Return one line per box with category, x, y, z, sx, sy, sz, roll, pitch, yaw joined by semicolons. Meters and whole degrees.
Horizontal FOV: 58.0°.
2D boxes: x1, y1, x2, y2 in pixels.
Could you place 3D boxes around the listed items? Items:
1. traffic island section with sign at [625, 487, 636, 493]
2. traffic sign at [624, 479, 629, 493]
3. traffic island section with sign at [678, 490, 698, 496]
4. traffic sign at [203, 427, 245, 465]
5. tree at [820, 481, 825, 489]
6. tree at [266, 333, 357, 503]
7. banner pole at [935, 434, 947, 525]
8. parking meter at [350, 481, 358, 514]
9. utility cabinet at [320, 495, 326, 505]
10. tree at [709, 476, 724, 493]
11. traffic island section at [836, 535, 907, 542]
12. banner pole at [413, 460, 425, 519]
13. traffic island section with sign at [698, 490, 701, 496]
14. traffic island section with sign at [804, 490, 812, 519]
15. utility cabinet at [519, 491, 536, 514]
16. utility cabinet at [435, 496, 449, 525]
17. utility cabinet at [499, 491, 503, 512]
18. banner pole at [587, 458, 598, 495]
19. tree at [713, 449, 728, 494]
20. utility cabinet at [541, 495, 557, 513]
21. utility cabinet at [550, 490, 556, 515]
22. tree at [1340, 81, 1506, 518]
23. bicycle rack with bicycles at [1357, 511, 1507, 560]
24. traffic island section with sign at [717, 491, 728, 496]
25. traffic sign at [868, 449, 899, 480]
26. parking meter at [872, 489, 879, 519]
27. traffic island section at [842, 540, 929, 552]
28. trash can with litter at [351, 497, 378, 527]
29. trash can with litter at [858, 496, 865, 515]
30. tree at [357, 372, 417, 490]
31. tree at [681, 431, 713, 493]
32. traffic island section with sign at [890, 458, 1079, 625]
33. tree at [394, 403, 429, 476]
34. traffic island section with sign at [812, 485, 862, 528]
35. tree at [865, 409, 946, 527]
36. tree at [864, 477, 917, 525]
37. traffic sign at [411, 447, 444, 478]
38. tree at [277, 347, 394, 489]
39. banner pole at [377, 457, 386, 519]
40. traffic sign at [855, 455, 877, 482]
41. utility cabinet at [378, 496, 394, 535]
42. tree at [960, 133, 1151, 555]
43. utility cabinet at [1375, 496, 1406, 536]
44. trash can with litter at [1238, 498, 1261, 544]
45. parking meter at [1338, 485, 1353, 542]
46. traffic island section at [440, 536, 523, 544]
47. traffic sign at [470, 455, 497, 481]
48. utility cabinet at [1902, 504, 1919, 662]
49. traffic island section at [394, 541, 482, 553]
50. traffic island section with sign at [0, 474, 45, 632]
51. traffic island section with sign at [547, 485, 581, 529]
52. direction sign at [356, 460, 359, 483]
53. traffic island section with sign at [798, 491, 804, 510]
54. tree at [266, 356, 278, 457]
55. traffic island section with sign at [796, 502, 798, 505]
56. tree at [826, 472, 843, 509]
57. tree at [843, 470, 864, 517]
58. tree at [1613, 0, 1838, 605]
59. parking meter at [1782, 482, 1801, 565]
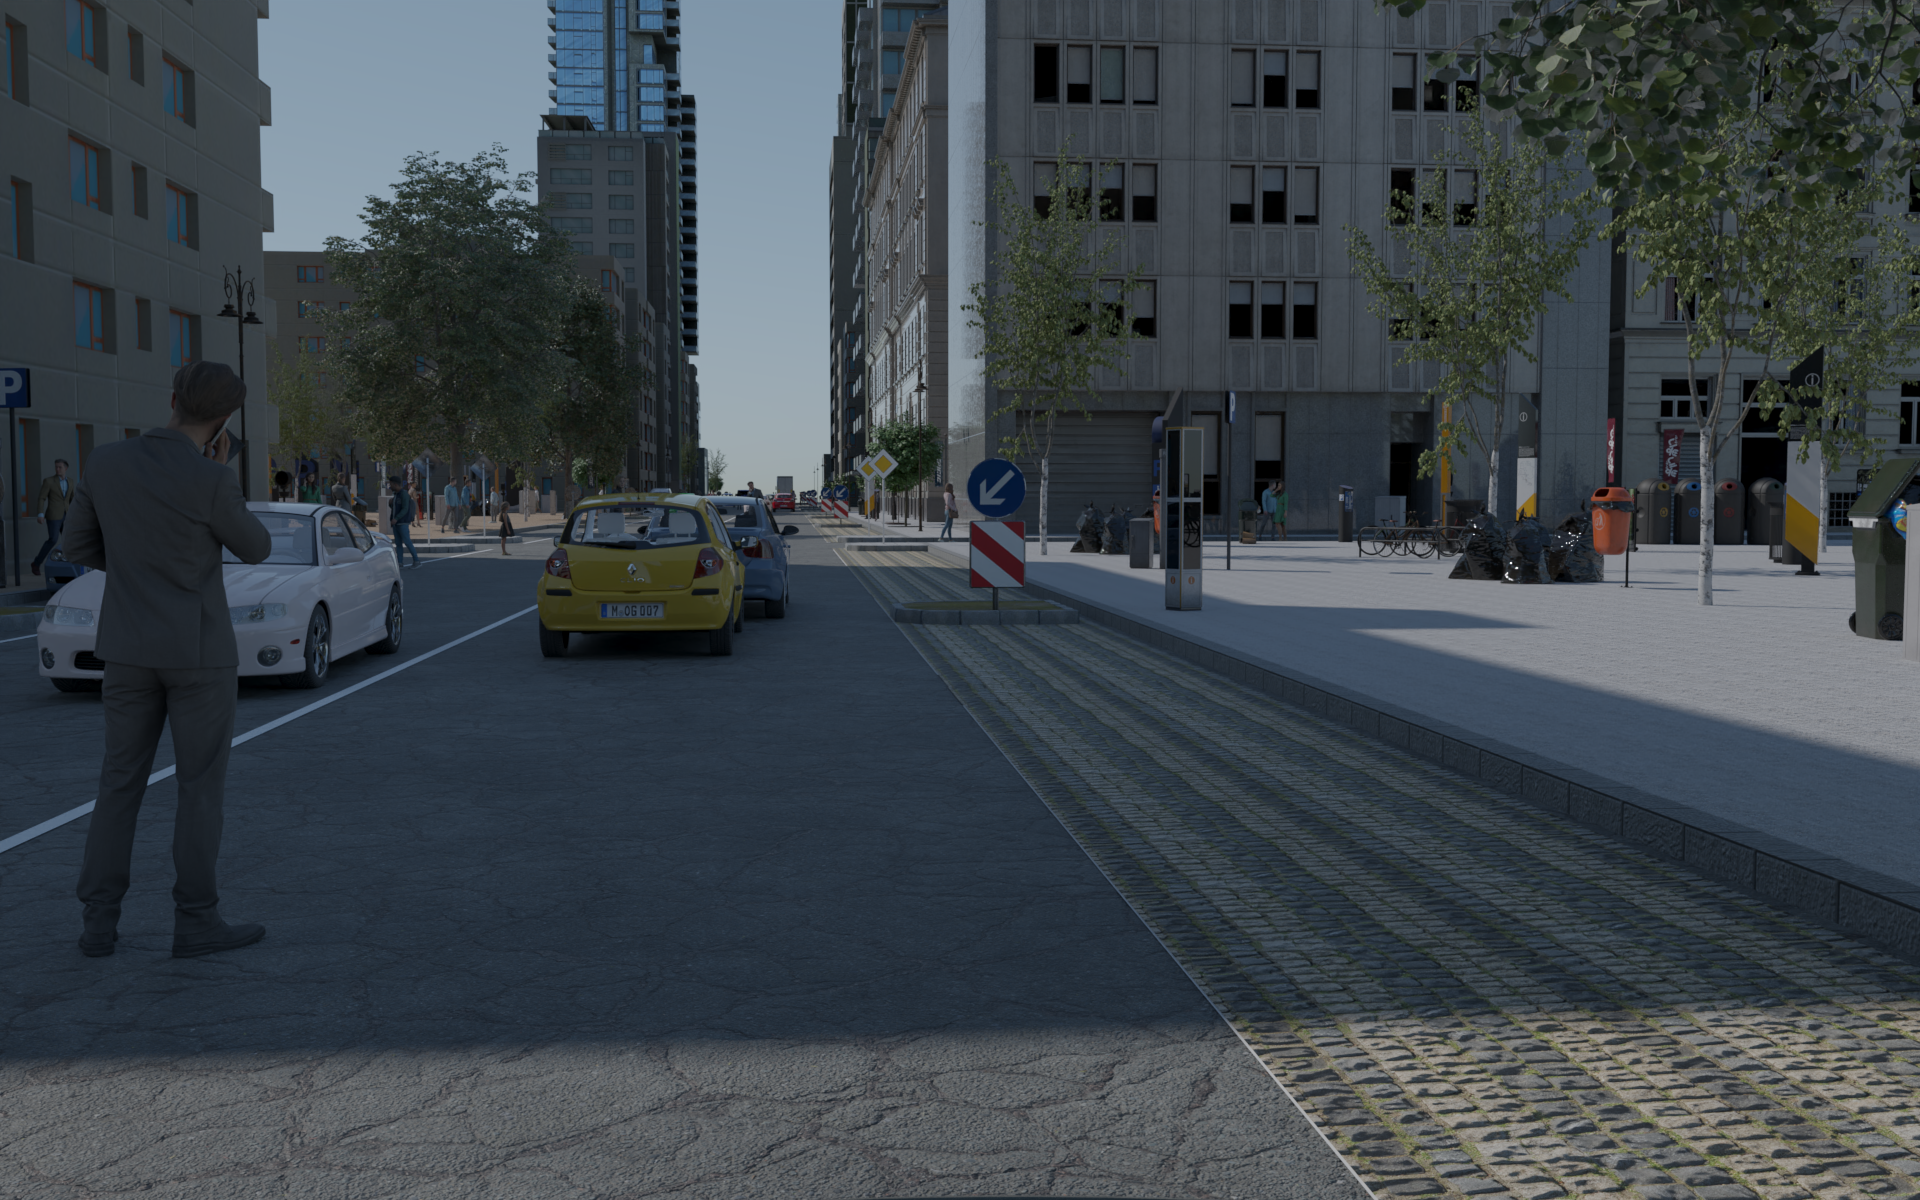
traffic island section with sign;-18.965;-5.579;99.848;1.989;1.847;2.006;0;4;-6
traffic sign;-22.172;-6.867;114.410;0.606;2.300;0.079;0;4;-2
traffic island section with sign;-23.931;-8.619;149.542;1.989;1.847;2.006;0;4;-6
traffic sign;-13.979;-2.027;32.880;0.795;2.593;0.064;0;4;-2
tree;-16.268;-13.351;212.896;1.663;3.219;1.824;0;3;0
tree;-30.551;-7.900;79.531;4.737;8.622;4.395;0;3;0
banner pole;-0.761;-5.018;72.056;0.863;3.779;0.401;3;5;42
parking meter;-27.295;-4.423;78.025;0.255;1.863;0.399;-3;5;-39
utility cabinet;-45.450;-6.855;123.240;1.020;1.237;0.306;3;5;44
tree;-40.028;-18.274;282.485;4.285;4.588;4.351;0;3;0
traffic island section;-2.710;-1.839;52.341;2.009;0.180;2.903;0;4;-6
banner pole;-28.054;-6.096;89.687;0.401;3.779;0.863;1;4;21
traffic island section with sign;-26.628;-10.269;176.531;1.989;1.847;2.006;0;4;-6
traffic island section with sign;-7.924;-5.652;101.037;1.989;1.847;2.006;0;4;-6
utility cabinet;-27.130;-6.109;108.567;0.318;1.500;1.173;2;4;27
utility cabinet;-21.197;-3.687;71.443;0.306;1.237;1.020;2;4;23
utility cabinet;-32.135;-6.883;121.216;0.318;1.500;1.173;-1;4;-17
banner pole;-20.919;-6.659;98.884;0.863;3.779;0.401;-3;5;-45
tree;-38.703;-19.766;273.530;4.737;8.622;4.395;0;3;0
utility cabinet;-28.040;-6.547;118.209;1.020;1.237;0.306;-2;4;-26
utility cabinet;-24.593;-5.872;104.685;0.318;1.500;1.173;-1;4;-11
tree;9.030;-4.862;29.864;4.737;8.622;4.395;0;3;0
bicycle rack with bicycles;9.324;-1.338;35.257;2.852;0.926;2.925;-3;5;-44
traffic island section with sign;-34.888;-15.328;259.237;1.989;1.847;2.006;0;4;-6
traffic sign;-1.939;-2.576;44.311;0.795;2.593;0.064;0;4;-6
parking meter;-4.349;-4.949;89.333;0.372;1.533;0.369;0;3;0
traffic island section;-1.917;-1.353;44.396;2.009;0.180;2.903;0;4;-6
trash can with litter;-23.283;-3.451;67.818;1.055;1.170;0.624;1;4;17
trash can with litter;-5.657;-5.700;104.581;1.055;1.170;0.624;0;4;4
tree;-33.601;-9.298;102.390;4.737;8.622;4.395;0;3;0
tree;-32.053;-15.365;201.586;4.737;8.622;4.395;0;3;0
traffic island section with sign;0.220;-0.682;19.781;1.989;1.847;2.006;0;4;-6
tree;-36.367;-9.860;111.579;4.360;8.622;3.978;0;3;0
traffic island section with sign;-5.234;-4.011;74.216;1.989;1.847;2.006;0;4;-6
tree;-2.155;-5.110;67.256;4.285;4.588;4.351;0;3;0
tree;-2.826;-4.929;75.195;1.663;3.219;1.824;0;3;0
traffic sign;-13.279;-2.508;43.202;0.795;2.593;0.064;0;4;-6
tree;-30.729;-8.257;85.371;4.360;8.622;3.978;0;3;0
banner pole;-30.259;-6.160;90.732;0.863;3.779;0.401;3;5;42
traffic sign;-2.733;-3.062;52.256;0.795;2.593;0.064;0;4;-6
utility cabinet;-18.059;-2.674;54.878;0.306;1.237;1.020;0;4;7
tree;1.844;-5.259;36.341;4.737;8.622;4.395;0;3;0
utility cabinet;13.279;-2.589;53.496;0.306;1.237;1.020;-2;4;-33
trash can with litter;7.505;-2.039;44.718;0.624;1.170;1.055;0;4;3
parking meter;10.268;-2.304;46.089;0.372;1.533;0.369;0;3;0
traffic island section;-14.096;-1.770;51.213;2.009;0.180;2.903;0;4;-6
traffic sign;-14.073;-2.994;51.148;0.795;2.593;0.064;0;4;-6
utility cabinet;7.835;-0.131;13.309;1.020;1.237;0.306;0;4;0
traffic island section;-13.302;-1.284;43.267;2.009;0.180;2.903;0;4;-6
traffic island section with sign;-10.864;-0.615;18.687;1.989;1.847;2.006;0;4;-6
traffic island section with sign;-16.287;-3.939;73.026;1.989;1.847;2.006;0;4;-6
direction sign;-40.672;-7.622;116.614;0.379;3.537;0.876;1;4;9
traffic island section with sign;-12.903;-8.713;151.088;1.989;1.847;2.006;0;4;-6
tree;-35.596;-8.266;85.503;4.360;8.622;3.978;0;3;0
traffic island section with sign;-15.606;-10.366;178.117;1.989;1.847;2.006;0;4;-6
tree;-9.282;-8.792;138.349;1.663;3.219;1.824;0;3;0
tree;-5.172;-6.254;96.851;1.663;3.219;1.824;0;3;0
tree;8.591;-4.229;19.515;4.737;8.622;4.395;0;3;0
parking meter;15.150;-1.409;31.444;0.372;1.533;0.369;0;3;0
